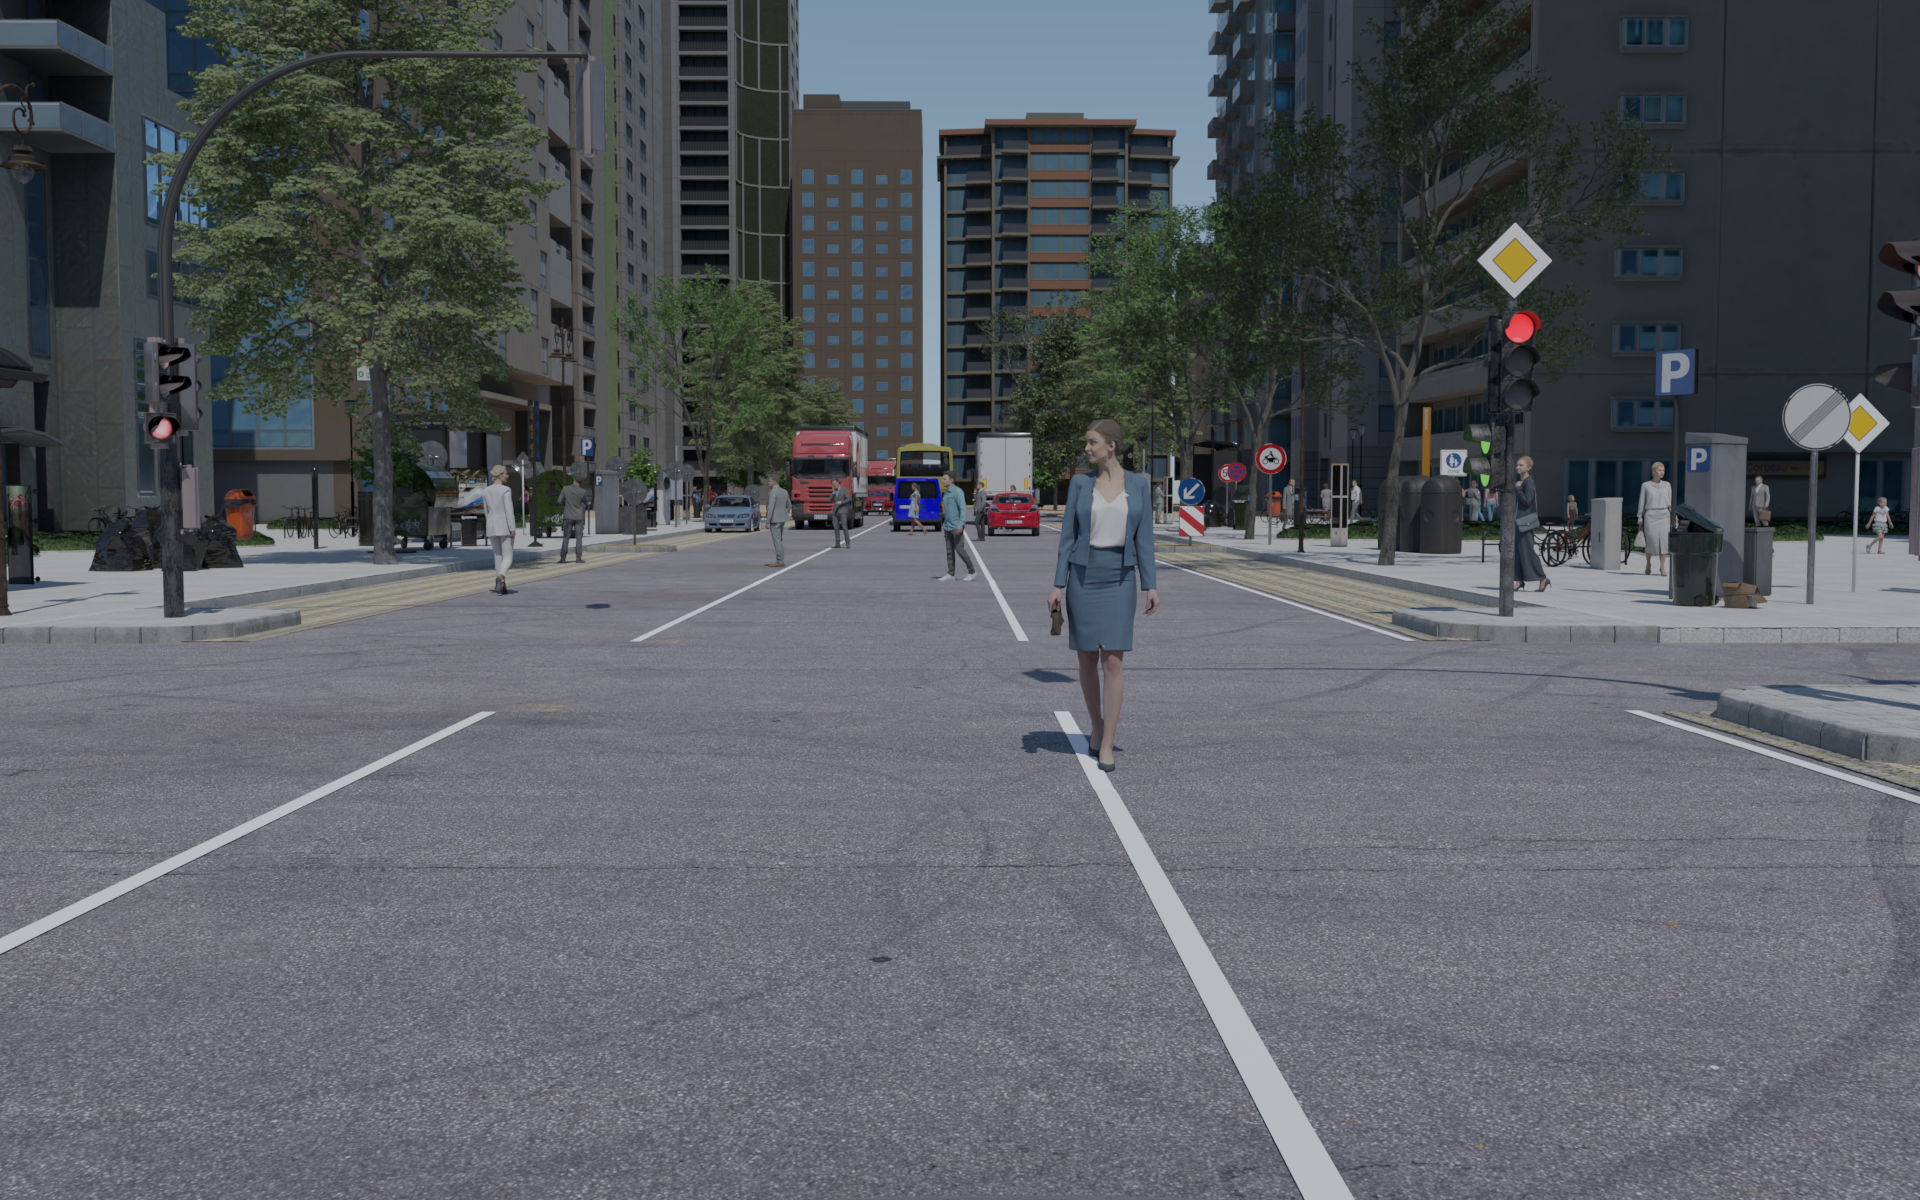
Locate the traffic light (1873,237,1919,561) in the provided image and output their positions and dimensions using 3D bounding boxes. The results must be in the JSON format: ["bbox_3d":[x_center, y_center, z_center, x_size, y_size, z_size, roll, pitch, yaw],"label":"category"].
[{"bbox_3d":[3.691,-2.154,9.893,4.771,5.953,1.251,0,4,-1],"label":"traffic light"}]

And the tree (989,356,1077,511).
[{"bbox_3d":[7.439,-13.578,132.374,12.009,13.543,11.850,0,3,0],"label":"tree"}]

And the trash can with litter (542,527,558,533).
[{"bbox_3d":[-13.773,-2.817,57.449,0.624,1.170,1.055,0,4,8],"label":"trash can with litter"}]

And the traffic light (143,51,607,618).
[{"bbox_3d":[-6.064,-2.647,17.945,4.771,5.953,1.251,0,4,-1],"label":"traffic light"}]

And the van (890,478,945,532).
[{"bbox_3d":[-1.653,-3.862,67.526,2.240,2.365,5.245,0,4,-1],"label":"van"}]

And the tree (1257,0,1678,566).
[{"bbox_3d":[7.796,-5.875,30.474,8.767,10.594,7.601,-2,4,-28],"label":"tree"}]

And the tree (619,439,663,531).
[{"bbox_3d":[-11.260,-4.037,60.602,1.663,3.219,1.824,0,3,0],"label":"tree"}]

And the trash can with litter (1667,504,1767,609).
[{"bbox_3d":[8.637,-0.511,19.734,1.055,1.170,0.624,3,5,43],"label":"trash can with litter"}]

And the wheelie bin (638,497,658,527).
[{"bbox_3d":[-12.178,-3.639,67.410,0.693,1.594,0.980,1,4,12],"label":"wheelie bin"}]

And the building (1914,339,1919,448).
[{"bbox_3d":[41.756,-44.339,37.612,31.000,86.520,22.319,0,4,-1],"label":"building"}]

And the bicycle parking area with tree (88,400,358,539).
[{"bbox_3d":[-21.214,-4.025,52.814,8.231,4.147,9.016,1,4,14],"label":"bicycle parking area with tree"}]

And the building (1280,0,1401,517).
[{"bbox_3d":[31.931,-34.684,109.089,21.231,58.520,28.212,0,4,-1],"label":"building"}]

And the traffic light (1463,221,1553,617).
[{"bbox_3d":[5.705,-1.781,18.039,0.839,4.253,0.868,0,4,-1],"label":"traffic light"}]

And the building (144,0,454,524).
[{"bbox_3d":[-32.171,-26.200,78.482,14.600,45.320,14.200,0,4,-1],"label":"building"}]

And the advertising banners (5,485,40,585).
[{"bbox_3d":[-14.028,-1.749,24.788,2.074,3.025,0.090,1,4,20],"label":"advertising banners"}]

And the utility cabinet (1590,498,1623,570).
[{"bbox_3d":[11.019,-1.126,29.573,0.306,1.237,1.020,0,4,8],"label":"utility cabinet"}]

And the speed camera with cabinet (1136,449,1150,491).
[{"bbox_3d":[7.515,-5.043,76.791,0.660,3.252,2.038,-3,5,-40],"label":"speed camera with cabinet"}]

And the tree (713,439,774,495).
[{"bbox_3d":[-12.142,-6.991,98.024,4.285,4.588,4.351,0,3,0],"label":"tree"}]

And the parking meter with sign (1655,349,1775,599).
[{"bbox_3d":[9.390,-1.541,21.458,1.738,3.016,0.543,-2,4,-31],"label":"parking meter with sign"}]

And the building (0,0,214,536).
[{"bbox_3d":[-36.906,-44.891,46.635,22.319,86.520,31.000,0,4,-1],"label":"building"}]

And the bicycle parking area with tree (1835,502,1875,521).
[{"bbox_3d":[36.972,-4.688,63.652,9.016,4.147,8.231,2,4,32],"label":"bicycle parking area with tree"}]

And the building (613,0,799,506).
[{"bbox_3d":[-29.503,-46.543,199.233,20.611,71.187,20.563,0,4,-1],"label":"building"}]

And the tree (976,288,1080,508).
[{"bbox_3d":[8.515,-18.432,157.246,12.611,20.169,13.585,0,3,0],"label":"tree"}]

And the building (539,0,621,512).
[{"bbox_3d":[-33.346,-27.111,126.855,14.154,41.232,14.086,0,4,-1],"label":"building"}]

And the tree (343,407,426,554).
[{"bbox_3d":[-12.498,-2.628,37.571,1.663,3.219,1.824,0,3,0],"label":"tree"}]

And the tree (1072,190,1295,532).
[{"bbox_3d":[7.661,-8.127,58.635,9.928,11.665,9.643,0,3,0],"label":"tree"}]

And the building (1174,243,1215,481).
[{"bbox_3d":[32.289,-26.048,197.593,14.107,30.474,14.160,0,4,-1],"label":"building"}]

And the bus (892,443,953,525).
[{"bbox_3d":[-1.805,-5.600,83.114,2.896,3.916,12.252,0,4,-2],"label":"bus"}]

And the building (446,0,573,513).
[{"bbox_3d":[-39.584,-31.587,105.692,28.713,52.752,27.495,0,4,-1],"label":"building"}]

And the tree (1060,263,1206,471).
[{"bbox_3d":[8.563,-10.217,85.175,7.486,12.596,7.792,0,3,0],"label":"tree"}]

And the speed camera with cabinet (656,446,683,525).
[{"bbox_3d":[-12.196,-4.721,71.530,0.660,3.252,2.038,-3,4,-38],"label":"speed camera with cabinet"}]

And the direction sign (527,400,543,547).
[{"bbox_3d":[-10.333,-3.061,42.049,0.379,3.537,0.876,0,4,2],"label":"direction sign"}]

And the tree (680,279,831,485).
[{"bbox_3d":[-10.975,-10.589,91.251,7.486,12.596,7.792,0,3,0],"label":"tree"}]

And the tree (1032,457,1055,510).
[{"bbox_3d":[6.845,-9.754,143.185,4.285,4.588,4.351,0,3,0],"label":"tree"}]

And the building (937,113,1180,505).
[{"bbox_3d":[10.145,-33.468,201.821,28.867,44.769,22.147,0,4,-1],"label":"building"}]

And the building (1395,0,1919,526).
[{"bbox_3d":[33.506,-27.851,79.069,21.300,48.544,21.600,0,4,-1],"label":"building"}]

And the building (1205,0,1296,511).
[{"bbox_3d":[32.160,-31.800,139.544,23.786,49.044,30.456,0,4,-1],"label":"building"}]

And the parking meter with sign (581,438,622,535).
[{"bbox_3d":[-11.212,-3.596,55.051,0.543,3.016,1.738,2,4,33],"label":"parking meter with sign"}]

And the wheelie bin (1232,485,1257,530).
[{"bbox_3d":[10.093,-3.279,61.513,0.693,1.594,0.980,-3,5,-43],"label":"wheelie bin"}]

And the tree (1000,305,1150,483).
[{"bbox_3d":[6.781,-11.533,105.567,9.611,12.733,9.660,0,3,0],"label":"tree"}]

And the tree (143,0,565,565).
[{"bbox_3d":[-10.662,-6.893,30.824,7.486,12.596,7.792,0,3,0],"label":"tree"}]

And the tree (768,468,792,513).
[{"bbox_3d":[-12.032,-7.540,117.873,1.663,3.219,1.824,0,3,0],"label":"tree"}]

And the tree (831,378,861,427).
[{"bbox_3d":[-13.109,-15.327,168.718,7.486,12.596,7.792,0,3,0],"label":"tree"}]

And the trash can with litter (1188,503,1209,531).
[{"bbox_3d":[8.328,-3.033,60.985,0.624,1.170,1.055,-3,4,-37],"label":"trash can with litter"}]

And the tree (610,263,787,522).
[{"bbox_3d":[-11.803,-9.393,79.327,9.928,11.665,9.643,0,3,0],"label":"tree"}]

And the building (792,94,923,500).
[{"bbox_3d":[-11.349,-33.479,197.485,14.200,45.320,14.600,0,4,-1],"label":"building"}]

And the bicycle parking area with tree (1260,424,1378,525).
[{"bbox_3d":[16.733,-5.309,73.800,9.016,4.147,8.231,1,4,22],"label":"bicycle parking area with tree"}]

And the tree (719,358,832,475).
[{"bbox_3d":[-11.911,-10.831,111.503,8.767,10.594,7.601,1,4,8],"label":"tree"}]
